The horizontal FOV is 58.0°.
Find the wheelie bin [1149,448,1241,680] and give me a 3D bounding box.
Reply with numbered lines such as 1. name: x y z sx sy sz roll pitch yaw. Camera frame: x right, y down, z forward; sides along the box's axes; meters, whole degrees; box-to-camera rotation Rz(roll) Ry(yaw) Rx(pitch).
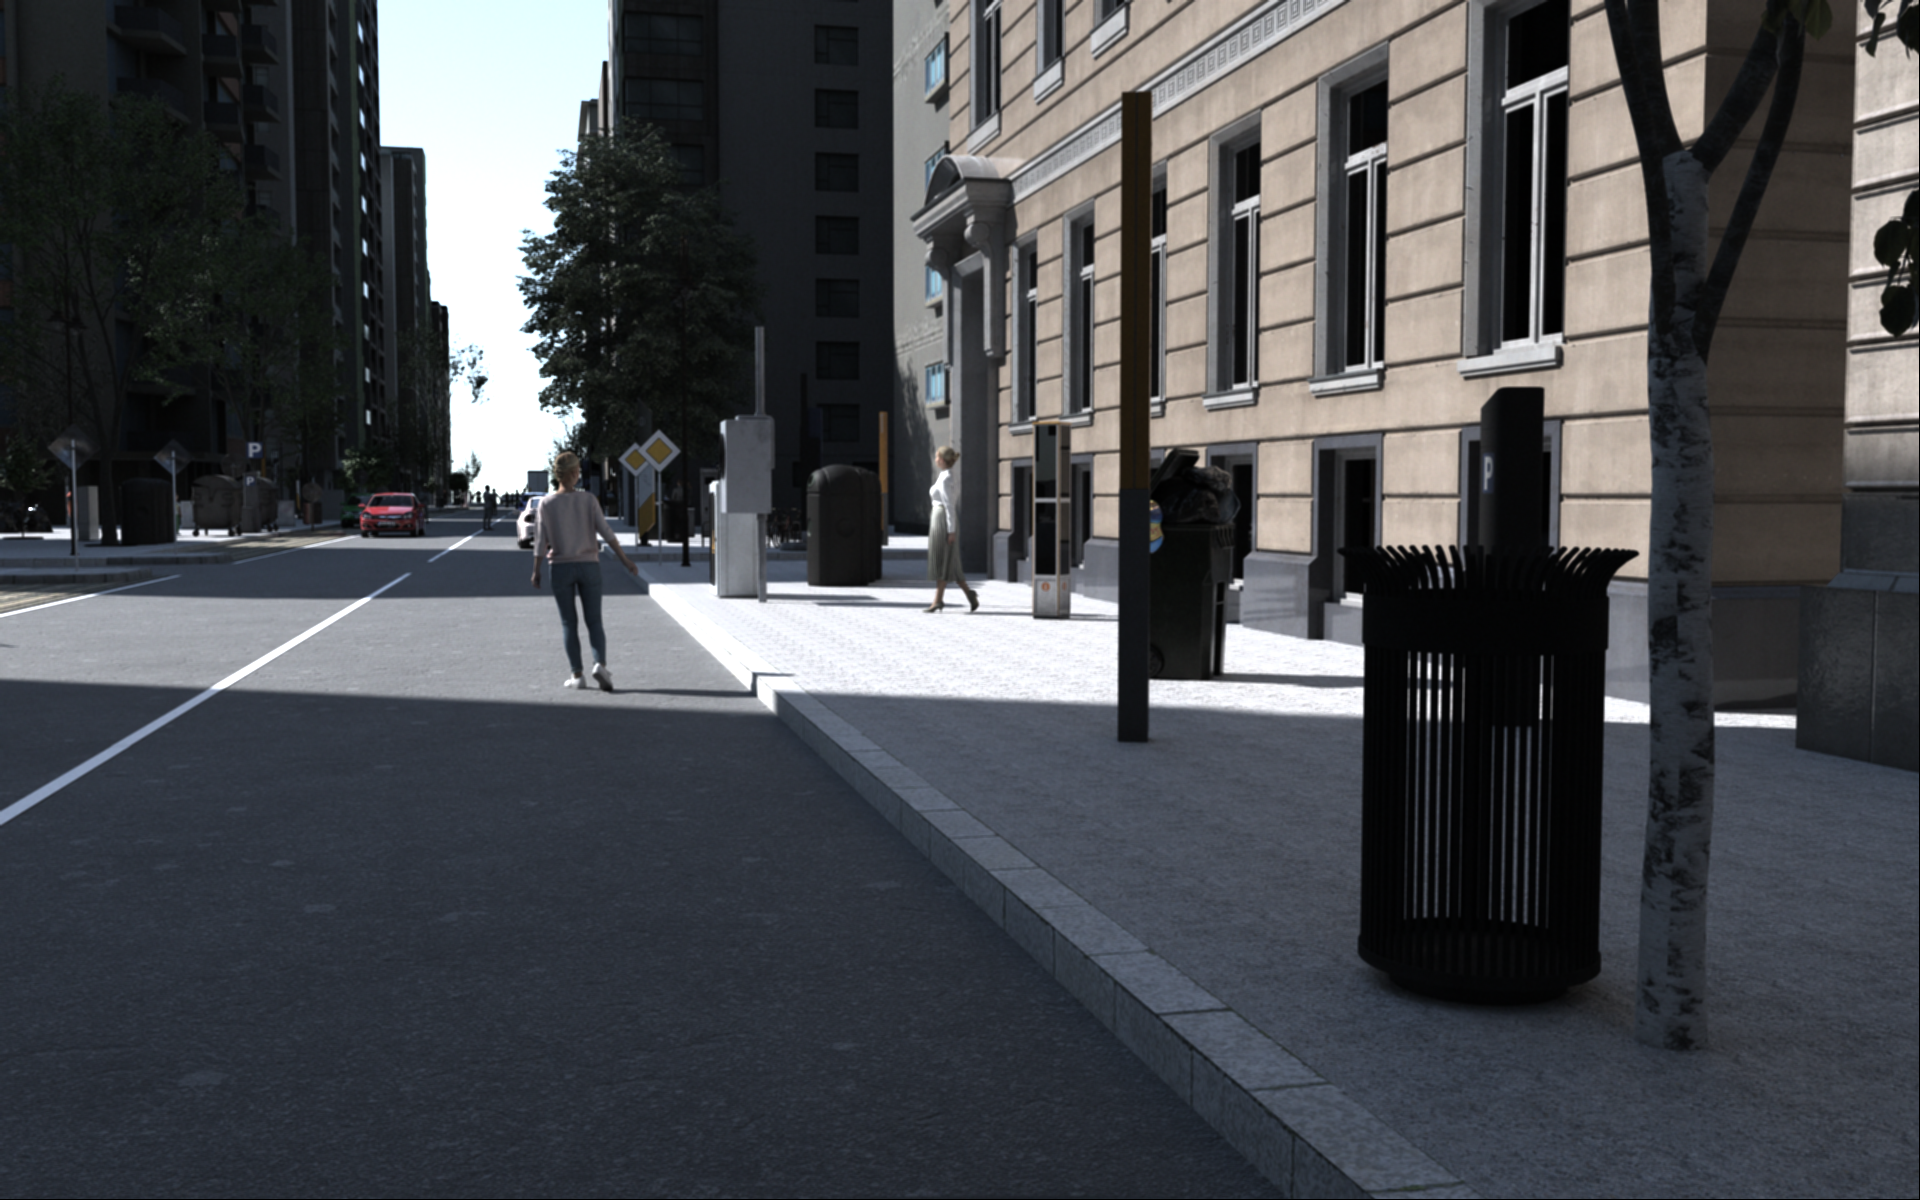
1. wheelie bin: 1.580 -0.262 12.195 0.693 1.594 0.980 1 4 22

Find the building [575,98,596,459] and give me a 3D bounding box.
1. building: -35.598 -39.191 230.004 28.713 52.752 27.495 -1 4 -14

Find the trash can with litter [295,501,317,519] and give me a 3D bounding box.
1. trash can with litter: -33.689 -4.760 89.218 1.055 1.170 0.624 -2 4 -28

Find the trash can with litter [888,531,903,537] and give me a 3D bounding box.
1. trash can with litter: -2.970 -2.532 52.449 2.233 1.210 1.678 2 4 34

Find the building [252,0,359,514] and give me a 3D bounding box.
1. building: -47.257 -26.280 113.280 14.154 41.232 14.086 -1 4 -14

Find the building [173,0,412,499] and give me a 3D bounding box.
1. building: -61.811 -44.041 158.319 20.563 71.187 20.611 -1 4 -14

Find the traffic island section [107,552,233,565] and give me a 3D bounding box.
1. traffic island section: -16.564 -0.870 36.508 2.009 0.180 2.903 -1 4 -14

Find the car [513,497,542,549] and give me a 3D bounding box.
1. car: -10.995 -2.108 46.830 2.083 1.381 4.827 -1 4 -15

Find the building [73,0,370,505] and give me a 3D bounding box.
1. building: -58.185 -31.417 133.280 23.786 49.044 30.456 -1 4 -14

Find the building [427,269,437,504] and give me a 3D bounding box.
1. building: -72.058 -26.888 211.318 14.160 30.474 14.107 -1 4 -14

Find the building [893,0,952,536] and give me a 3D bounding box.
1. building: 9.028 -26.363 54.745 21.600 48.544 21.300 -1 4 -14

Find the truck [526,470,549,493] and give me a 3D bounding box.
1. truck: -51.371 -13.566 210.723 2.839 4.237 11.283 -1 4 -14

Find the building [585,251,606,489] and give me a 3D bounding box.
1. building: -37.814 -26.687 208.038 14.160 30.474 14.107 -1 4 -14

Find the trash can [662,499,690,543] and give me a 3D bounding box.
1. trash can: -7.515 -2.087 45.772 0.748 1.137 0.748 0 3 0

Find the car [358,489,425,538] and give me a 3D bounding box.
1. car: -19.165 -3.030 58.586 2.155 1.783 4.494 -1 4 -12

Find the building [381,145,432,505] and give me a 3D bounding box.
1. building: -68.181 -31.408 197.108 14.154 41.232 14.086 -1 4 -14

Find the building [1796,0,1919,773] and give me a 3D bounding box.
1. building: 10.919 -8.308 0.462 10.561 19.102 19.286 -1 4 -14

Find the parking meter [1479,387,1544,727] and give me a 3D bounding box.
1. parking meter: 3.072 -0.243 9.691 0.255 1.863 0.399 0 4 1

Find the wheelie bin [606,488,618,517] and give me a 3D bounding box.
1. wheelie bin: -19.336 -5.413 96.412 0.693 1.594 0.980 -1 4 -13

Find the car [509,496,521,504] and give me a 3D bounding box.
1. car: -65.349 -14.809 254.484 2.083 1.381 4.827 -1 4 -13

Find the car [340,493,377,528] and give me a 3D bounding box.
1. car: -25.266 -3.968 73.680 1.959 1.807 4.718 -1 4 -14

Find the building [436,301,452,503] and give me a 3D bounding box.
1. building: -82.238 -29.473 253.587 14.160 30.474 14.107 -1 4 -14

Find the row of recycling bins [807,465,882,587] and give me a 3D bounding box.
1. row of recycling bins: -1.673 -1.135 25.668 1.069 1.692 3.534 0 3 0

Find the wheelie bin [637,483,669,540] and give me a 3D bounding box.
1. wheelie bin: -8.555 -2.480 48.461 0.980 1.594 0.693 0 4 5

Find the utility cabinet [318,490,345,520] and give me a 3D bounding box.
1. utility cabinet: -30.859 -4.672 85.058 1.173 1.500 0.318 0 4 -1

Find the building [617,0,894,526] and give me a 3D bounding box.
1. building: -7.949 -18.626 76.229 14.160 30.474 14.107 -1 4 -14

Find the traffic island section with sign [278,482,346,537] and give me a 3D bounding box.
1. traffic island section with sign: -21.916 -3.059 58.645 1.989 1.847 2.006 -1 4 -14

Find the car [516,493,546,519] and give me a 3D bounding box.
1. car: -22.386 -4.990 91.175 1.945 1.707 3.694 -1 4 -13

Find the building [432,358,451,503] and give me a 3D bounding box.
1. building: -83.207 -23.609 231.039 27.650 21.520 28.899 -1 4 -14

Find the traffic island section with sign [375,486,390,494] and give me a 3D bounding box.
1. traffic island section with sign: -28.245 -4.663 84.863 1.989 1.847 2.006 -1 4 -14

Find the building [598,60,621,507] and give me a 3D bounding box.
1. building: -29.654 -32.280 177.887 14.600 45.320 14.200 -1 4 -14

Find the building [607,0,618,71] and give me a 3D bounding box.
1. building: -17.995 -34.849 159.011 28.713 52.752 27.495 -1 4 -14

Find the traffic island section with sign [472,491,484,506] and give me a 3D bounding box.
1. traffic island section with sign: -59.251 -12.531 213.510 1.989 1.847 2.006 -1 4 -14

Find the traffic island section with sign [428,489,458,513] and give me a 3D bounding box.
1. traffic island section with sign: -39.746 -7.582 132.589 1.989 1.847 2.006 -1 4 -14

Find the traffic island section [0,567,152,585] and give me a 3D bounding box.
1. traffic island section: -14.692 -0.395 28.745 2.009 0.180 2.903 -1 4 -14

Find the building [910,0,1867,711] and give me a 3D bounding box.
1. building: 8.050 -14.332 20.225 13.634 28.700 20.117 -1 4 -14

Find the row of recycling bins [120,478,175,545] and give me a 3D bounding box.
1. row of recycling bins: -21.128 -2.329 45.185 1.069 1.692 3.534 -1 4 -16

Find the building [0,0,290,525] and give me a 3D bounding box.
1. building: -44.660 -26.085 81.115 22.147 44.769 28.867 -1 4 -14

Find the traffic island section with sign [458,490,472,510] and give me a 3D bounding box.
1. traffic island section with sign: -46.096 -9.192 158.924 1.989 1.847 2.006 -1 4 -14

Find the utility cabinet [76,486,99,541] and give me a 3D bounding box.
1. utility cabinet: -23.965 -2.379 47.569 0.318 1.500 1.173 -1 4 -15

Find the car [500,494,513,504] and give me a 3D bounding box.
1. car: -63.582 -14.143 243.029 2.131 1.459 4.920 -1 4 -13

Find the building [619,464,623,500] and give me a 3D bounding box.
1. building: -15.907 -42.551 133.965 20.563 71.187 20.611 -1 4 -14
